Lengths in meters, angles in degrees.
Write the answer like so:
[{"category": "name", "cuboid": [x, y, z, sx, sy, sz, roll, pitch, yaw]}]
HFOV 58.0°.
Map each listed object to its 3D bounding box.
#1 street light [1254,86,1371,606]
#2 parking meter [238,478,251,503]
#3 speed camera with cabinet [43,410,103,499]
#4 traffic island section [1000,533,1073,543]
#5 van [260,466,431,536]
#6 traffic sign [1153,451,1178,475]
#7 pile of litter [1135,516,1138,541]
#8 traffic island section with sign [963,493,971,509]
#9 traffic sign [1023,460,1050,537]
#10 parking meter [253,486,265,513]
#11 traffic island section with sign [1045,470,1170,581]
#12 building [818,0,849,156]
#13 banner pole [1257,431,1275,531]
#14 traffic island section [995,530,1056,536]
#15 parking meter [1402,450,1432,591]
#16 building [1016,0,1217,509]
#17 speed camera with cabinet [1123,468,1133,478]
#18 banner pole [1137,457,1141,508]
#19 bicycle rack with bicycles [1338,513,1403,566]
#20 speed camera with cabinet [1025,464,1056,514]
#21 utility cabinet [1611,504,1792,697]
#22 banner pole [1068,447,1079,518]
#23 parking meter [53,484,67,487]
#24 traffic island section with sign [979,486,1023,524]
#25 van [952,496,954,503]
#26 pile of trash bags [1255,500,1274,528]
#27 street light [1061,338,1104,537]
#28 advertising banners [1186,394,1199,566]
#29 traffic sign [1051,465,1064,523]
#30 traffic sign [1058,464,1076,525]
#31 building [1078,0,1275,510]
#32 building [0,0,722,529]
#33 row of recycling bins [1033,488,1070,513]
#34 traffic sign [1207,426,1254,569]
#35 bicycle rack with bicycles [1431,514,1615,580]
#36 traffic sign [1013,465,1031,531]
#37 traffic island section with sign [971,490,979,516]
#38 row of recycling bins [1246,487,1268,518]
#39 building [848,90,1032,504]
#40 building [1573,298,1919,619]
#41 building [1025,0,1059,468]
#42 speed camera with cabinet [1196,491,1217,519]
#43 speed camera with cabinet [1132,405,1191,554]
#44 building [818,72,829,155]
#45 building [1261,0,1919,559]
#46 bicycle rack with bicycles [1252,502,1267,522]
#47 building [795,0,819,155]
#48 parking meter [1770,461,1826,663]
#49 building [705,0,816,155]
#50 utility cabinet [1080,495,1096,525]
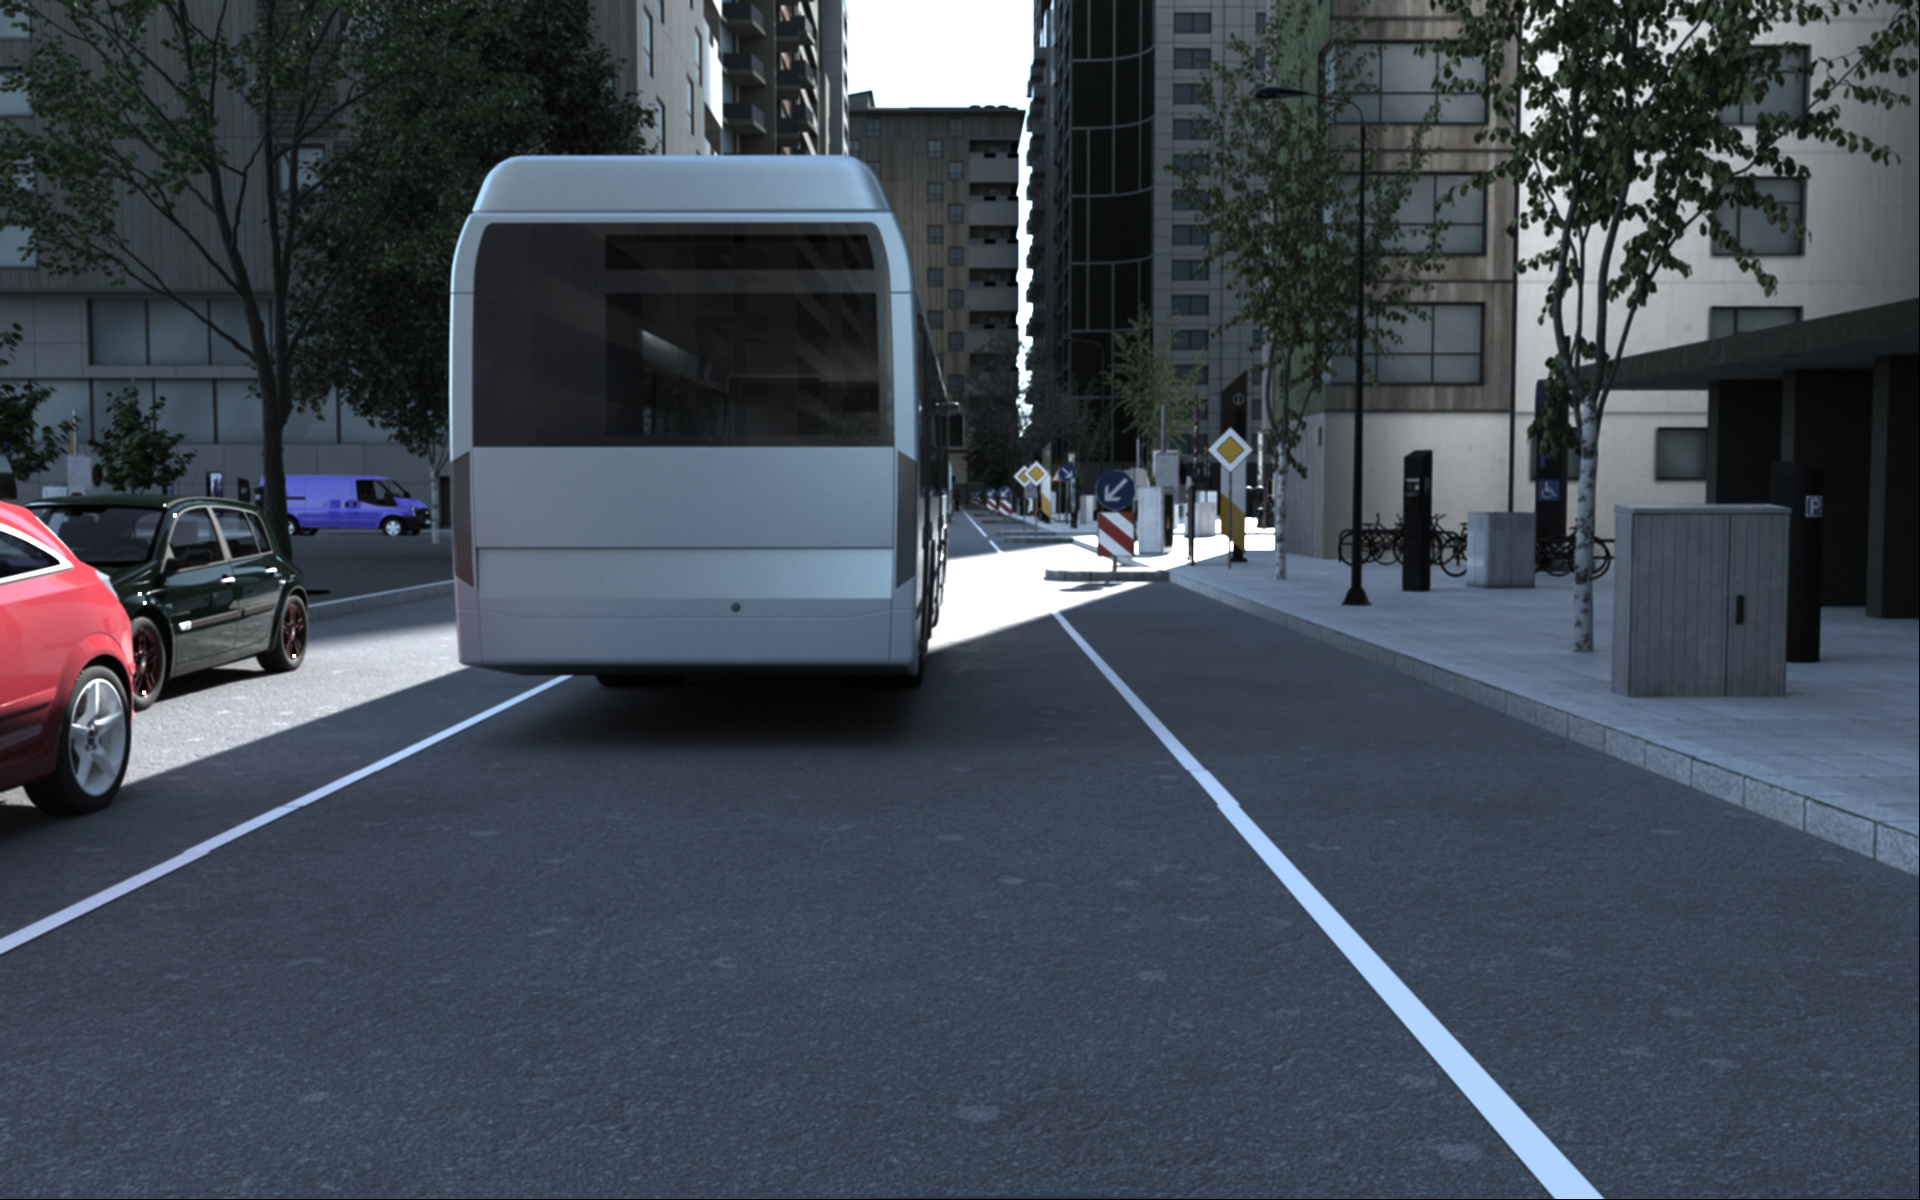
[{"category": "street light", "cuboid": [4.055, -2.897, 19.915, 1.470, 5.913, 1.316, 0, 4, 0]}, {"category": "parking meter", "cuboid": [-25.404, -3.412, 61.489, 0.399, 1.863, 0.255, -2, 4, -26]}, {"category": "speed camera with cabinet", "cuboid": [-20.445, -2.790, 39.950, 0.660, 3.252, 2.038, 0, 4, -5]}, {"category": "traffic island section", "cuboid": [2.298, -1.803, 51.756, 2.009, 0.180, 2.903, 0, 4, 0]}, {"category": "van", "cuboid": [-19.907, -3.172, 56.253, 5.245, 2.365, 2.240, 0, 4, -1]}, {"category": "traffic sign", "cuboid": [4.785, -2.337, 40.334, 0.606, 2.300, 0.079, 0, 4, 2]}, {"category": "pile of litter", "cuboid": [4.838, -2.062, 47.675, 1.176, 0.858, 1.719, 2, 4, 35]}, {"category": "traffic island section with sign", "cuboid": [1.553, -9.350, 161.493, 1.989, 1.847, 2.006, 0, 4, 0]}, {"category": "traffic sign", "cuboid": [2.275, -2.938, 51.678, 0.795, 2.450, 0.064, 0, 4, 0]}, {"category": "parking meter", "cuboid": [-21.069, -2.676, 52.162, 0.372, 1.533, 0.369, 0, 3, 0]}, {"category": "traffic island section with sign", "cuboid": [2.458, -1.269, 29.368, 1.989, 1.847, 2.006, 0, 4, 0]}, {"category": "building", "cuboid": [-26.895, -40.055, 196.904, 28.212, 58.520, 21.231, 0, 4, 0]}, {"category": "banner pole", "cuboid": [10.595, -4.328, 60.776, 0.401, 3.779, 0.863, 2, 4, 33]}, {"category": "traffic island section", "cuboid": [2.243, -2.291, 59.741, 2.009, 0.180, 2.903, 0, 4, 0]}, {"category": "parking meter", "cuboid": [6.052, -1.053, 22.926, 0.255, 1.863, 0.399, 3, 4, 38]}, {"category": "building", "cuboid": [16.702, -46.328, 195.717, 20.563, 71.187, 20.611, 0, 4, 0]}, {"category": "speed camera with cabinet", "cuboid": [6.903, -4.168, 62.484, 2.038, 3.252, 0.660, -2, 4, -25]}, {"category": "banner pole", "cuboid": [10.684, -6.948, 103.624, 0.401, 3.779, 0.863, -1, 4, -11]}, {"category": "bicycle rack with bicycles", "cuboid": [8.204, -1.121, 31.706, 2.925, 0.926, 2.852, 0, 4, 2]}, {"category": "speed camera with cabinet", "cuboid": [5.292, -7.308, 113.822, 2.038, 3.252, 0.660, 0, 4, 1]}, {"category": "utility cabinet", "cuboid": [4.721, 0.007, 11.042, 1.020, 1.237, 0.306, 0, 4, -3]}, {"category": "banner pole", "cuboid": [6.041, -6.226, 91.806, 0.863, 3.779, 0.401, -2, 4, -34]}, {"category": "parking meter", "cuboid": [-22.255, -2.103, 42.793, 0.372, 1.533, 0.369, 0, 3, 0]}, {"category": "traffic island section with sign", "cuboid": [2.070, -4.665, 84.903, 1.989, 1.847, 2.006, 0, 4, 0]}, {"category": "van", "cuboid": [-1.680, -11.037, 187.466, 2.013, 2.044, 4.112, 0, 4, -2]}, {"category": "pile of trash bags", "cuboid": [12.689, -3.457, 66.280, 1.912, 1.369, 3.447, 2, 4, 32]}, {"category": "street light", "cuboid": [3.700, -4.838, 51.638, 1.470, 5.913, 1.316, 0, 4, 0]}, {"category": "advertising banners", "cuboid": [4.192, -2.144, 31.240, 0.090, 3.025, 2.074, 0, 4, 4]}, {"category": "traffic sign", "cuboid": [4.437, -4.729, 77.316, 0.884, 2.594, 0.081, 0, 4, 5]}, {"category": "traffic sign", "cuboid": [4.505, -4.449, 72.851, 0.768, 2.556, 0.104, 0, 4, 1]}, {"category": "building", "cuboid": [16.818, -43.185, 144.321, 20.563, 71.187, 20.611, 0, 4, 0]}, {"category": "building", "cuboid": [-25.062, -29.671, 74.358, 28.713, 52.752, 27.495, 0, 4, 0]}, {"category": "row of recycling bins", "cuboid": [6.352, -6.669, 116.145, 3.534, 1.692, 1.069, 2, 4, 35]}, {"category": "traffic sign", "cuboid": [4.625, -1.743, 29.684, 0.795, 2.450, 0.064, 1, 4, 8]}, {"category": "bicycle rack with bicycles", "cuboid": [8.842, -0.808, 26.592, 2.925, 0.926, 2.852, 0, 4, 2]}, {"category": "traffic sign", "cuboid": [2.220, -3.426, 59.663, 0.795, 2.450, 0.064, 0, 4, 0]}, {"category": "traffic island section with sign", "cuboid": [1.893, -6.314, 111.857, 1.989, 1.847, 2.006, 0, 4, 0]}, {"category": "row of recycling bins", "cuboid": [16.714, -5.337, 94.370, 1.069, 1.692, 3.534, -3, 5, -41]}, {"category": "building", "cuboid": [-3.265, -39.475, 234.657, 27.495, 52.752, 28.713, 0, 4, 0]}, {"category": "building", "cuboid": [19.152, -21.625, 8.193, 22.147, 44.769, 28.867, 0, 4, 0]}, {"category": "building", "cuboid": [17.908, -33.719, 170.915, 23.786, 49.044, 30.456, 0, 4, 0]}, {"category": "speed camera with cabinet", "cuboid": [12.012, -5.729, 88.007, 2.038, 3.252, 0.660, -1, 4, -10]}, {"category": "speed camera with cabinet", "cuboid": [4.433, -2.659, 37.808, 0.660, 3.252, 2.038, 1, 4, 22]}, {"category": "building", "cuboid": [-19.692, -29.312, 162.852, 14.154, 41.232, 14.086, 0, 4, 0]}, {"category": "building", "cuboid": [14.123, -21.783, 39.754, 14.154, 41.232, 14.086, 0, 4, 0]}, {"category": "bicycle rack with bicycles", "cuboid": [13.560, -4.153, 81.289, 2.852, 0.926, 2.925, 2, 4, 28]}, {"category": "building", "cuboid": [-23.201, -31.871, 144.795, 21.300, 48.544, 21.600, 0, 4, 0]}, {"category": "parking meter", "cuboid": [6.418, -0.299, 13.308, 0.372, 1.533, 0.369, 0, 3, 0]}, {"category": "building", "cuboid": [-21.190, -28.149, 114.863, 22.147, 44.769, 28.867, 0, 4, 0]}, {"category": "utility cabinet", "cuboid": [5.339, -3.790, 73.127, 0.306, 1.237, 1.020, 1, 4, 22]}]
